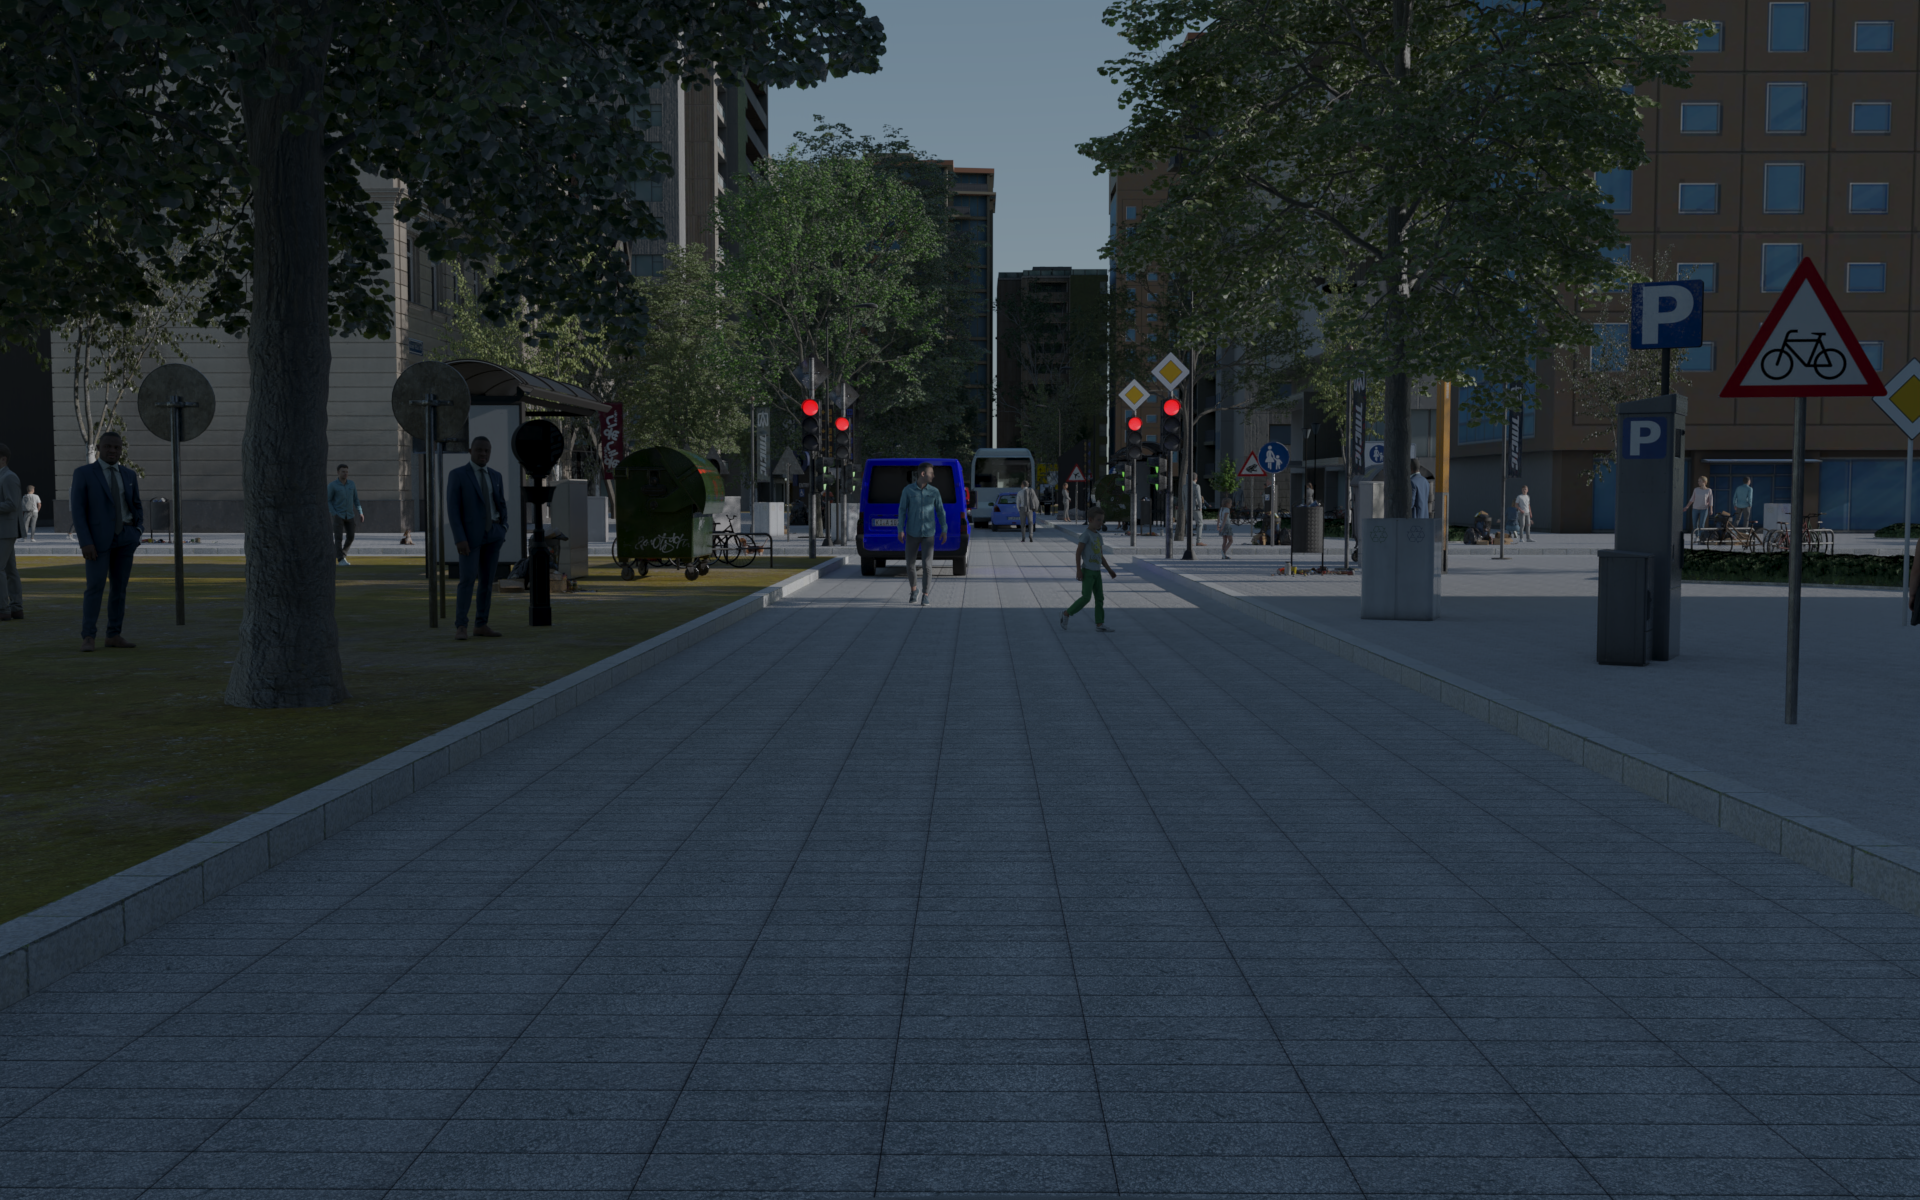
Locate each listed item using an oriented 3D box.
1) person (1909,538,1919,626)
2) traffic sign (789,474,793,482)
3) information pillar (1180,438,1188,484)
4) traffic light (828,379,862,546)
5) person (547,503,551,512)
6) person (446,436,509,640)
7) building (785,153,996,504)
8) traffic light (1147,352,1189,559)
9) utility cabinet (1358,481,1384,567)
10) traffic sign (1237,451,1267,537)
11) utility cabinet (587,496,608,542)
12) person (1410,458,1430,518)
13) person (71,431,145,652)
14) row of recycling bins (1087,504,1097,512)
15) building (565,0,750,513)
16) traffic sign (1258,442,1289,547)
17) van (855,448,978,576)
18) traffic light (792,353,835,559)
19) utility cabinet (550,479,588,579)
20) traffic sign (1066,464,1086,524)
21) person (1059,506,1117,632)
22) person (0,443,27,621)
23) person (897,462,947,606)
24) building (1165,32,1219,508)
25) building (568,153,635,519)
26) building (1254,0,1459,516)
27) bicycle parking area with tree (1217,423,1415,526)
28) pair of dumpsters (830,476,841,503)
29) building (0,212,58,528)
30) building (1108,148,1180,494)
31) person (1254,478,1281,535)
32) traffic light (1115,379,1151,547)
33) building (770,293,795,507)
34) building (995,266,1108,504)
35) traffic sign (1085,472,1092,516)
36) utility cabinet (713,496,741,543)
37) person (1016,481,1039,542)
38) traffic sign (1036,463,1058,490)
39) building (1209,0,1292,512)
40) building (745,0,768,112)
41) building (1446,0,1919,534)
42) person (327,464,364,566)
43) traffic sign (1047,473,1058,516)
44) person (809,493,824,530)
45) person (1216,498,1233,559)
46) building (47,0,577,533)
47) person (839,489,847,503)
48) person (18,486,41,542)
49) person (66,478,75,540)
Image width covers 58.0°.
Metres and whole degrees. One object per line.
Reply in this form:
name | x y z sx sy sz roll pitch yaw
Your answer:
person | 6.387 -0.035 11.282 0.362 1.253 0.373 1 4 23
traffic sign | -7.629 -4.940 80.880 0.768 2.556 0.104 0 4 6
information pillar | 9.342 -4.929 71.938 0.183 3.616 0.504 -3 5 -40
traffic light | -2.834 -3.270 42.378 0.839 4.253 0.868 0 4 1
person | -15.169 -3.437 64.826 0.523 1.515 0.503 -3 5 -39
person | -4.337 -0.569 15.527 0.419 1.800 0.721 2 4 33
building | -9.820 -34.894 225.134 28.867 44.769 22.147 0 4 1
traffic light | 4.141 -2.778 34.334 0.839 4.253 0.868 0 4 1
utility cabinet | 7.436 -1.325 30.349 1.173 1.500 0.318 -3 5 -45
traffic sign | 8.746 -3.172 51.869 0.884 2.594 0.081 1 4 10
utility cabinet | -9.990 -2.164 46.545 1.020 1.237 0.306 0 4 4
person | 6.617 -1.163 25.243 0.419 1.800 0.721 2 4 31
person | -7.099 -0.500 14.398 0.419 1.800 0.721 2 4 27
row of recycling bins | 7.967 -5.306 93.868 3.534 1.692 1.069 0 4 7
building | -23.125 -26.958 124.360 14.154 41.232 14.086 0 4 1
traffic sign | 7.637 -2.579 42.267 0.768 2.556 0.104 0 4 1
van | -0.790 -1.690 32.012 2.240 2.365 5.245 0 4 1
traffic light | -2.920 -2.781 34.394 0.839 4.253 0.868 0 4 1
utility cabinet | -5.930 -1.075 26.257 0.318 1.500 1.173 0 4 0
traffic sign | 4.970 -4.520 73.902 0.884 2.594 0.081 0 4 5
person | 1.332 -0.325 18.058 0.590 1.304 0.306 1 4 20
person | -9.810 -0.693 17.579 0.606 1.804 0.583 3 5 44
person | -0.478 -0.865 22.503 0.638 1.841 0.748 0 4 5
building | 31.241 -31.174 164.322 22.147 44.769 28.867 0 4 1
building | -25.714 -13.596 89.743 16.820 18.784 16.811 0 4 1
building | 32.429 -31.167 98.822 28.713 52.752 27.495 0 4 1
bicycle parking area with tree | 14.749 -5.207 72.138 9.016 4.147 8.231 1 4 21
pair of dumpsters | -5.665 -4.901 82.619 1.574 2.255 4.437 0 4 1
building | -47.559 -16.471 62.809 24.014 27.812 14.314 0 4 1
building | 26.618 -34.966 221.808 14.200 45.320 14.600 0 4 1
person | 9.509 -2.874 53.430 0.834 1.777 0.661 1 4 14
traffic light | 4.227 -3.266 42.318 0.839 4.253 0.868 0 4 1
building | -23.914 -24.574 173.490 14.107 30.474 14.160 0 4 1
building | 11.640 -27.597 222.908 14.107 30.474 14.160 0 4 1
traffic sign | 6.337 -5.371 87.918 0.768 2.556 0.104 1 4 9
utility cabinet | -6.229 -2.085 45.249 1.020 1.237 0.306 -3 5 -42
person | 2.011 -2.625 51.524 0.679 1.850 0.850 -1 4 -9
traffic sign | 6.125 -7.304 113.294 2.265 3.308 0.079 1 4 10
building | 30.827 -36.295 135.419 21.231 58.520 28.212 0 4 1
building | -27.557 -31.700 141.995 21.300 48.544 21.600 0 4 1
building | 26.163 -25.134 61.046 14.200 45.320 14.600 0 4 1
person | -11.148 -1.542 31.271 0.620 1.820 0.660 2 4 35
traffic sign | 5.493 -6.255 102.371 0.768 2.556 0.104 0 4 2
person | -4.744 -3.126 57.577 0.534 1.772 0.576 0 4 4
person | 5.168 -1.412 34.140 0.382 1.210 0.505 -2 4 -24
building | -23.827 -16.565 68.103 12.463 27.353 25.104 0 4 1
person | -4.849 -4.092 73.129 0.537 1.800 0.526 1 4 21
person | -24.967 -2.312 46.442 0.523 1.515 0.503 2 4 26
person | -24.288 -2.537 47.702 0.728 1.800 0.709 1 4 8
